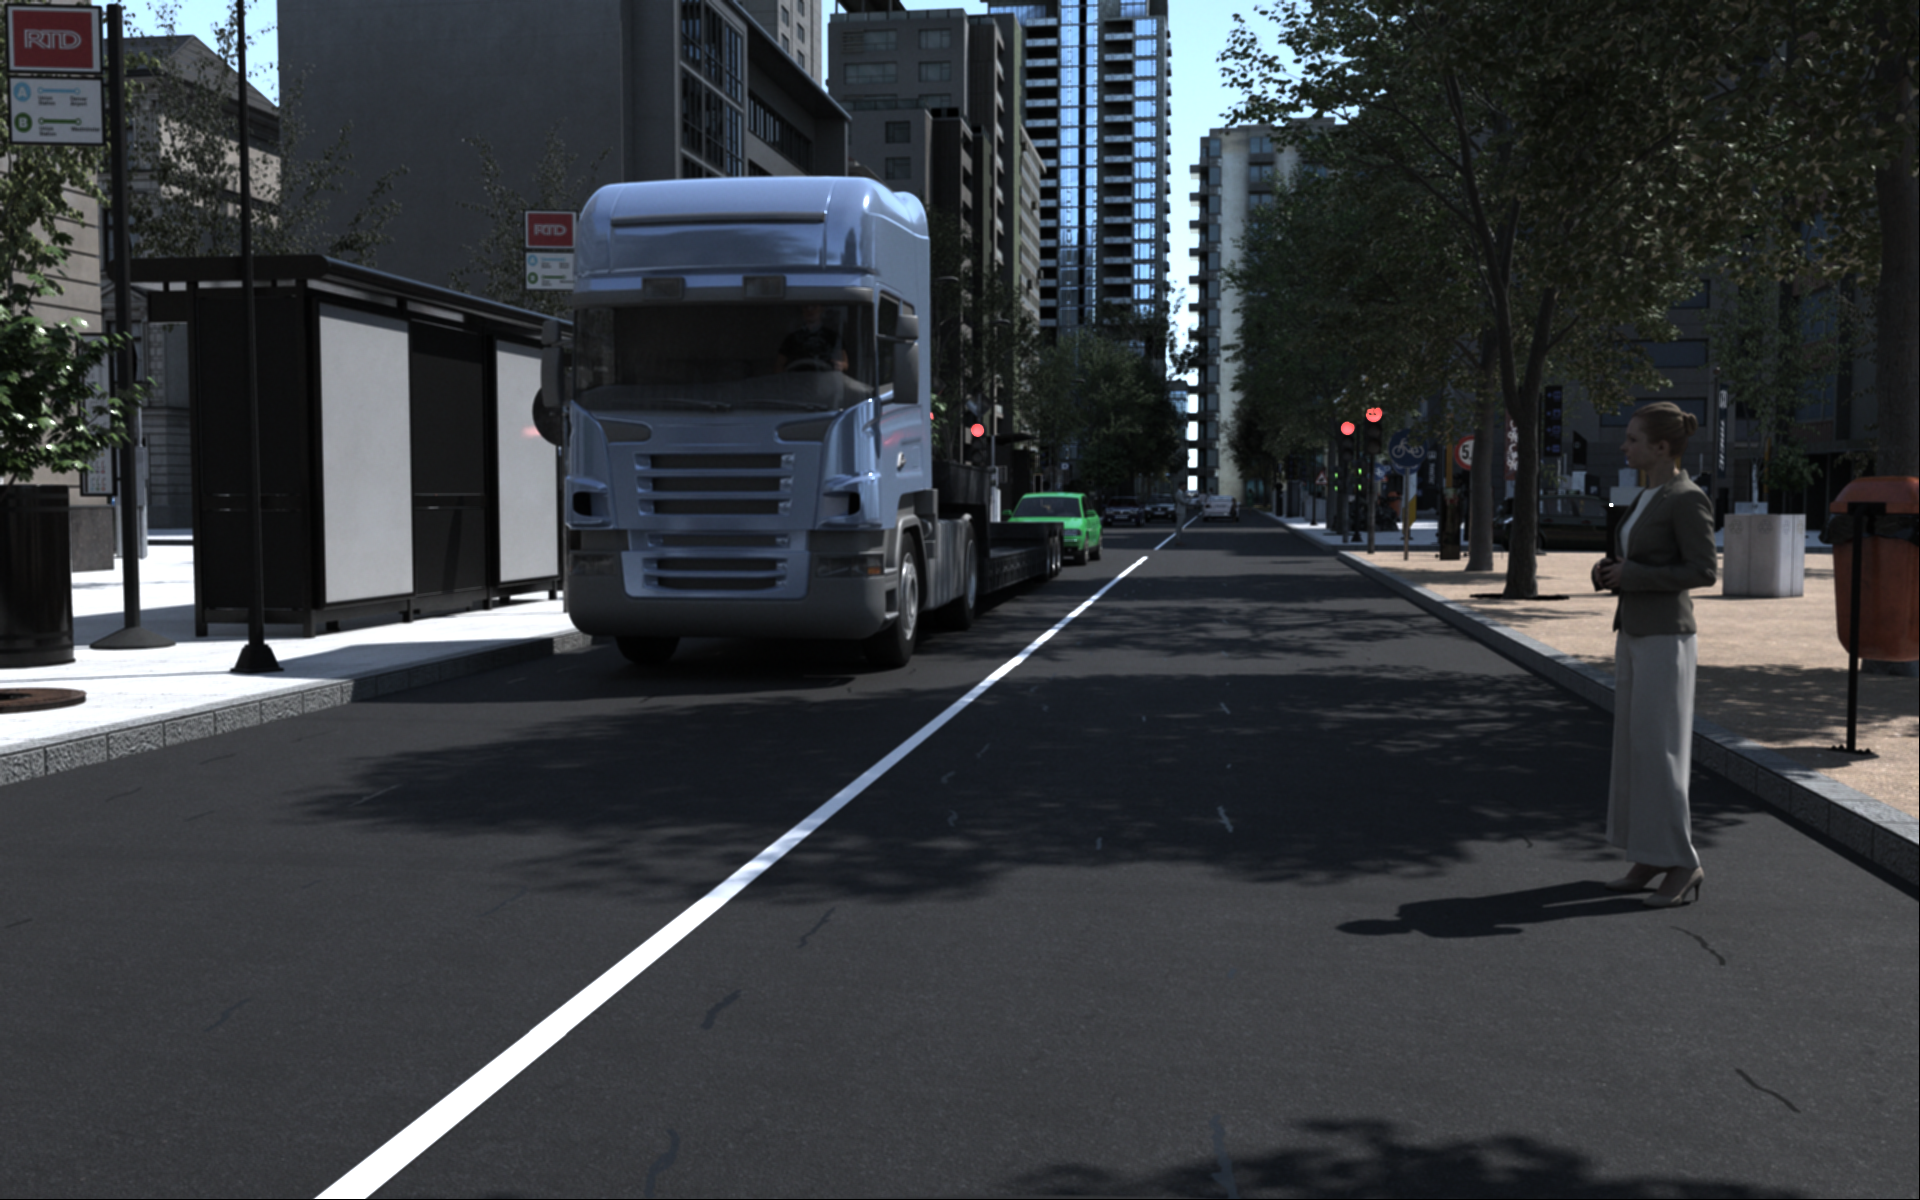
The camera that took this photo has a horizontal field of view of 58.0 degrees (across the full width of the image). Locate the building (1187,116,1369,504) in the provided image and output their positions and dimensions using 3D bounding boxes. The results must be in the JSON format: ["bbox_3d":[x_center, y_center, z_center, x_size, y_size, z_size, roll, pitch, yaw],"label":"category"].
[{"bbox_3d":[44.810,-36.894,222.826,30.456,49.044,23.786,1,4,9],"label":"building"}]

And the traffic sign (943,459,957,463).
[{"bbox_3d":[-0.403,-3.793,62.122,0.768,2.556,0.104,1,4,14],"label":"traffic sign"}]

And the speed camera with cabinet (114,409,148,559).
[{"bbox_3d":[-16.635,-2.468,34.693,0.660,3.252,2.038,-2,4,-26],"label":"speed camera with cabinet"}]

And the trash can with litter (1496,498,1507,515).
[{"bbox_3d":[21.368,-3.455,67.881,0.624,1.170,1.055,-1,4,-20],"label":"trash can with litter"}]

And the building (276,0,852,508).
[{"bbox_3d":[-14.667,-15.622,74.482,14.314,24.678,30.058,1,4,9],"label":"building"}]

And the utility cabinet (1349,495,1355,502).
[{"bbox_3d":[17.444,-4.087,77.988,0.306,1.237,1.020,2,4,33],"label":"utility cabinet"}]

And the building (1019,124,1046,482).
[{"bbox_3d":[-4.203,-29.446,173.327,23.993,40.220,32.217,1,4,9],"label":"building"}]

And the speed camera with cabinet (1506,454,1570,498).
[{"bbox_3d":[21.208,-4.249,63.808,2.038,3.252,0.660,1,4,10],"label":"speed camera with cabinet"}]

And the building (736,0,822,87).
[{"bbox_3d":[-26.238,-45.433,181.076,20.611,71.187,20.563,1,4,9],"label":"building"}]

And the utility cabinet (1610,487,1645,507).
[{"bbox_3d":[20.415,-2.694,52.733,1.173,1.500,0.318,1,4,15],"label":"utility cabinet"}]

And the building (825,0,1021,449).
[{"bbox_3d":[-2.714,-28.156,143.942,14.154,41.232,14.086,1,4,9],"label":"building"}]

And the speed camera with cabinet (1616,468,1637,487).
[{"bbox_3d":[23.770,-4.128,61.826,0.660,3.252,2.038,1,4,20],"label":"speed camera with cabinet"}]

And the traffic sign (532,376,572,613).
[{"bbox_3d":[-4.254,-1.136,18.673,0.768,2.556,0.104,1,4,11],"label":"traffic sign"}]

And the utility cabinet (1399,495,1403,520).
[{"bbox_3d":[21.675,-4.522,85.093,1.020,1.237,0.306,0,4,3],"label":"utility cabinet"}]

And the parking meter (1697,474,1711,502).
[{"bbox_3d":[21.071,-2.656,49.143,0.399,1.863,0.255,1,4,20],"label":"parking meter"}]

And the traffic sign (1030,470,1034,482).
[{"bbox_3d":[3.471,-5.427,88.838,0.768,2.556,0.104,1,4,17],"label":"traffic sign"}]

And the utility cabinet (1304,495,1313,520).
[{"bbox_3d":[16.922,-4.454,83.983,0.306,1.237,1.020,0,4,2],"label":"utility cabinet"}]

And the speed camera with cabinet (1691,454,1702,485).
[{"bbox_3d":[35.715,-5.567,85.357,2.038,3.252,0.660,3,4,38],"label":"speed camera with cabinet"}]

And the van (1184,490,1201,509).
[{"bbox_3d":[22.131,-9.678,165.246,2.013,2.044,4.112,0,4,7],"label":"van"}]

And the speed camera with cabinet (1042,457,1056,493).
[{"bbox_3d":[4.117,-6.024,92.833,2.038,3.252,0.660,2,4,30],"label":"speed camera with cabinet"}]

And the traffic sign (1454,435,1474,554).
[{"bbox_3d":[10.982,-2.268,37.180,0.768,2.556,0.104,1,4,18],"label":"traffic sign"}]

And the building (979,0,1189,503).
[{"bbox_3d":[14.360,-55.851,225.827,31.000,86.520,22.319,1,4,9],"label":"building"}]

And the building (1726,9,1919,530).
[{"bbox_3d":[43.929,-24.914,61.965,28.867,44.769,22.147,1,4,9],"label":"building"}]

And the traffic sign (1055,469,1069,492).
[{"bbox_3d":[4.239,-4.268,71.918,0.606,2.300,0.079,1,4,9],"label":"traffic sign"}]

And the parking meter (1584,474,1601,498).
[{"bbox_3d":[18.271,-2.712,50.059,0.399,1.863,0.255,0,4,-1],"label":"parking meter"}]

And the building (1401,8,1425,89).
[{"bbox_3d":[52.450,-33.327,164.496,23.786,49.044,30.456,1,4,9],"label":"building"}]

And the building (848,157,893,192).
[{"bbox_3d":[-9.004,-16.168,100.504,11.583,22.565,21.152,1,4,9],"label":"building"}]

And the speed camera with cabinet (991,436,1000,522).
[{"bbox_3d":[1.007,-3.974,59.306,0.660,3.252,2.038,0,4,6],"label":"speed camera with cabinet"}]

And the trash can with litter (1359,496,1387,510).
[{"bbox_3d":[15.463,-3.304,65.408,1.055,1.170,0.624,2,4,33],"label":"trash can with litter"}]

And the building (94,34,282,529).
[{"bbox_3d":[-37.222,-12.498,68.973,19.286,19.102,10.561,1,4,9],"label":"building"}]

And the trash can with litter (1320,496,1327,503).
[{"bbox_3d":[20.589,-5.386,99.449,1.055,1.170,0.624,-1,4,-18],"label":"trash can with litter"}]

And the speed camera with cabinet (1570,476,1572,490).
[{"bbox_3d":[30.294,-5.550,85.071,2.038,3.252,0.660,0,4,-3],"label":"speed camera with cabinet"}]

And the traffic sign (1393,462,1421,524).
[{"bbox_3d":[12.368,-2.929,47.989,0.768,2.556,0.104,1,4,16],"label":"traffic sign"}]

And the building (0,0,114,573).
[{"bbox_3d":[-27.141,-13.913,24.736,25.104,27.353,12.463,1,4,9],"label":"building"}]

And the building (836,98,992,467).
[{"bbox_3d":[-5.508,-21.943,130.463,14.160,30.474,14.107,1,4,9],"label":"building"}]

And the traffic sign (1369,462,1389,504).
[{"bbox_3d":[17.064,-4.332,70.839,0.884,2.594,0.081,1,4,13],"label":"traffic sign"}]

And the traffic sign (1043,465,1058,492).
[{"bbox_3d":[4.048,-4.682,76.658,0.768,2.556,0.104,1,4,15],"label":"traffic sign"}]

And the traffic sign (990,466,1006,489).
[{"bbox_3d":[1.390,-3.758,63.565,0.606,2.300,0.079,1,4,17],"label":"traffic sign"}]

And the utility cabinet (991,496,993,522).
[{"bbox_3d":[0.447,-2.504,52.101,1.020,1.237,0.306,1,4,19],"label":"utility cabinet"}]

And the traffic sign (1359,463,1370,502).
[{"bbox_3d":[16.815,-4.361,71.405,0.768,2.556,0.104,1,4,17],"label":"traffic sign"}]

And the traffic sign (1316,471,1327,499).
[{"bbox_3d":[19.810,-5.803,94.876,0.884,2.594,0.081,1,4,17],"label":"traffic sign"}]

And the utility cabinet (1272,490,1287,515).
[{"bbox_3d":[19.878,-6.011,106.964,1.173,1.500,0.318,3,5,42],"label":"utility cabinet"}]

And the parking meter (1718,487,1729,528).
[{"bbox_3d":[29.323,-3.557,66.567,0.372,1.533,0.369,0,3,0],"label":"parking meter"}]

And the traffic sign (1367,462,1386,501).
[{"bbox_3d":[16.770,-4.267,69.870,0.768,2.556,0.104,1,4,10],"label":"traffic sign"}]

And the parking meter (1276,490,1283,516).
[{"bbox_3d":[18.358,-5.574,99.543,0.372,1.533,0.369,0,3,0],"label":"parking meter"}]

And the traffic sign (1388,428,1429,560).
[{"bbox_3d":[8.655,-2.044,33.526,0.768,2.556,0.104,1,4,10],"label":"traffic sign"}]

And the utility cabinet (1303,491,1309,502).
[{"bbox_3d":[22.765,-6.447,114.084,0.318,1.500,1.173,0,4,5],"label":"utility cabinet"}]

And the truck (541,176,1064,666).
[{"bbox_3d":[-0.643,-1.937,21.432,2.967,4.110,18.799,0,4,8],"label":"truck"}]

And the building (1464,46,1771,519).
[{"bbox_3d":[38.347,-34.224,101.556,21.231,58.520,28.212,1,4,9],"label":"building"}]

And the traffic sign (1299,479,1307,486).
[{"bbox_3d":[21.669,-6.754,110.427,0.884,2.594,0.081,1,4,15],"label":"traffic sign"}]
